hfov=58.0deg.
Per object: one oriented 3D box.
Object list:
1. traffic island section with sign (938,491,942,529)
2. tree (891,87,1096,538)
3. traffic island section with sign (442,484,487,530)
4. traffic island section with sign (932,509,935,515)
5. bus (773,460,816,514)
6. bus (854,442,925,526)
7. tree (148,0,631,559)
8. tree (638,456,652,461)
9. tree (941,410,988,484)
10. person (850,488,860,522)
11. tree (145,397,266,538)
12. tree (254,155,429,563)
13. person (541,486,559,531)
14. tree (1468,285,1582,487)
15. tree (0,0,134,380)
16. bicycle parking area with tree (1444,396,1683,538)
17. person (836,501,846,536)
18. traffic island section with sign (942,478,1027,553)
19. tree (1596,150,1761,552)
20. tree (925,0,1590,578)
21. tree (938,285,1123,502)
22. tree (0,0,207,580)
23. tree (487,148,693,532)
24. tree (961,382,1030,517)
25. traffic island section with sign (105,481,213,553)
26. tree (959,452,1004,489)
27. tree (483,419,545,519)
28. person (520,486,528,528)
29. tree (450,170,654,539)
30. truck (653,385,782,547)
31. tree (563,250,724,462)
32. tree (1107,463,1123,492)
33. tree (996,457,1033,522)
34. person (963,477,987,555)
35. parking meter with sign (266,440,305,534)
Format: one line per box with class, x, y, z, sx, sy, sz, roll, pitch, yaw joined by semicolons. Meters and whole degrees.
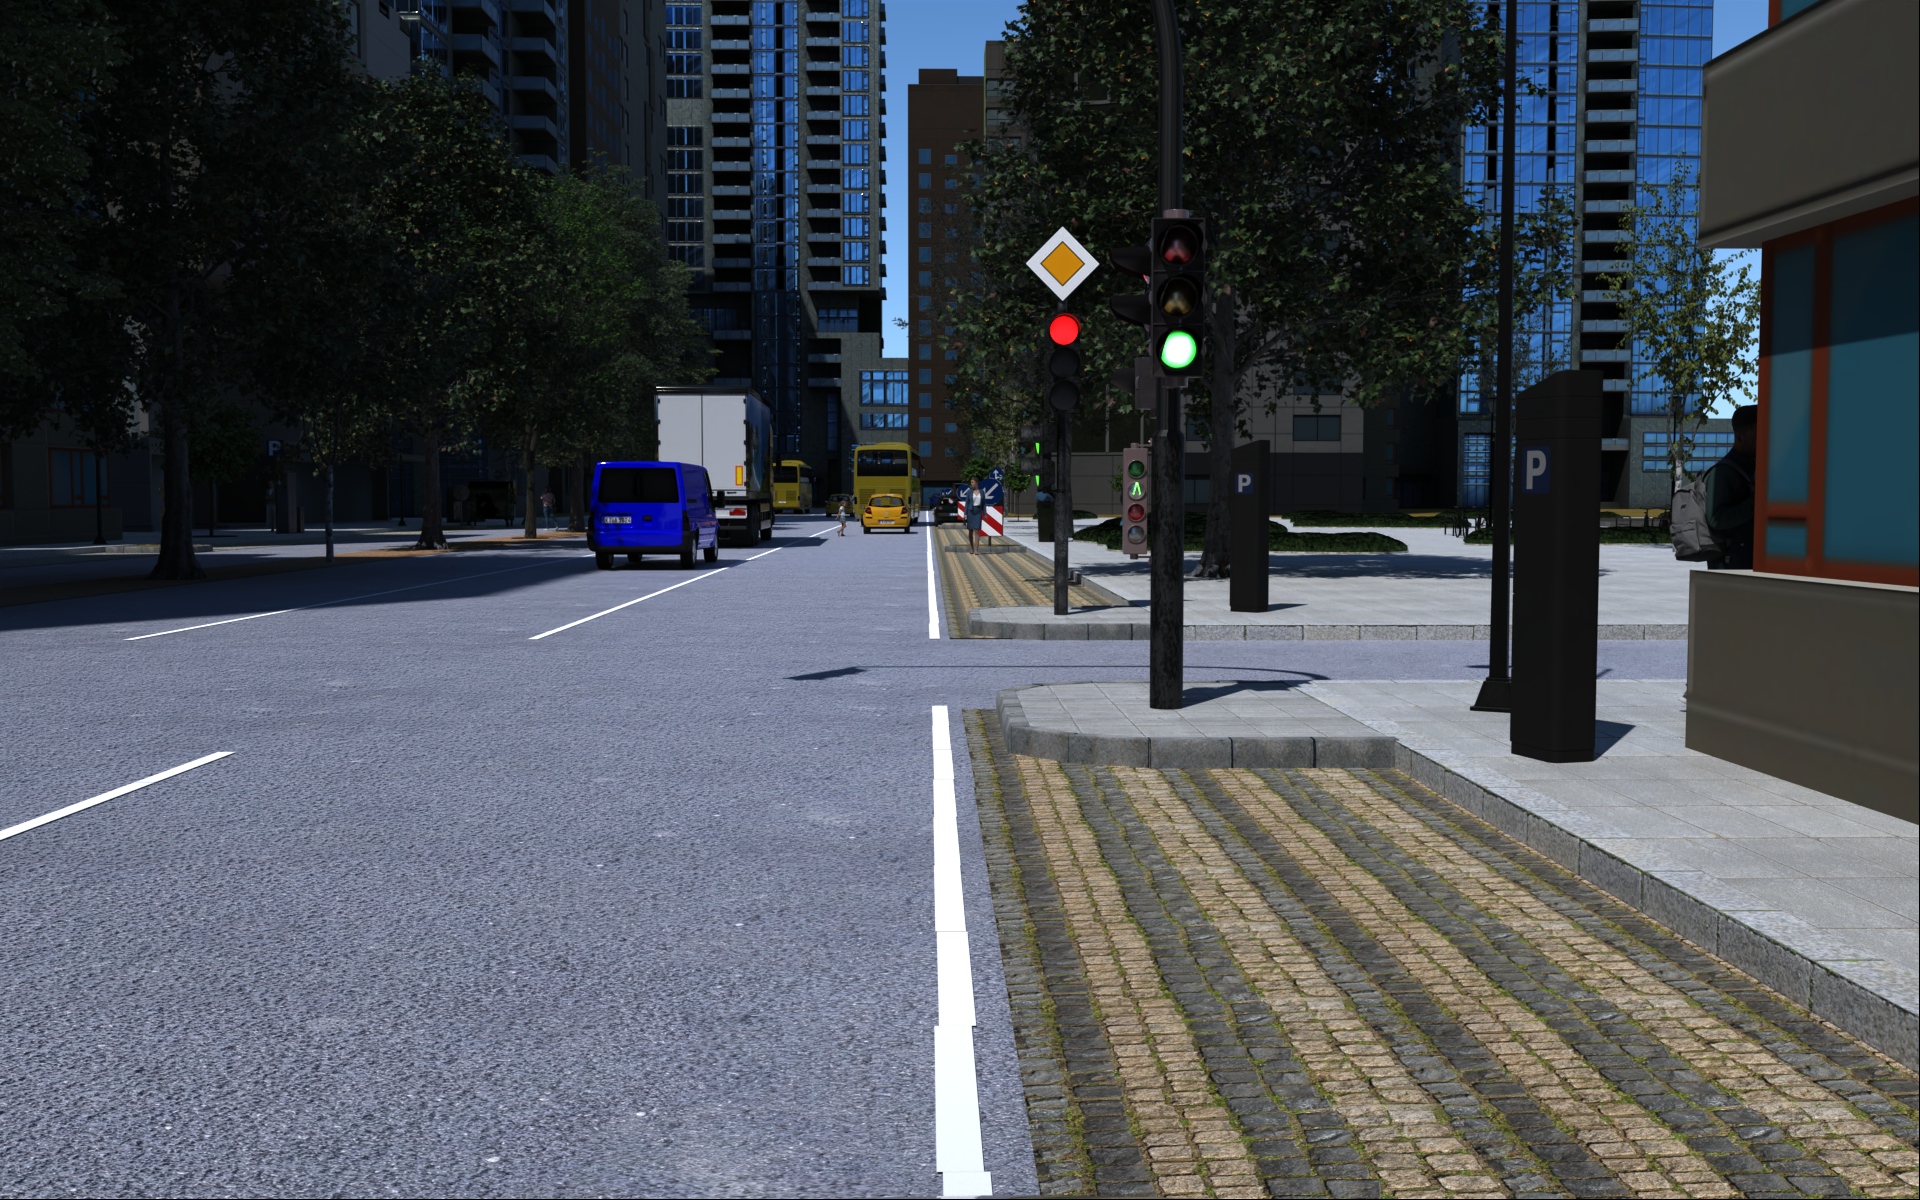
traffic island section with sign;0.079;-3.793;70.641;1.989;1.847;2.006;0;4;-1
tree;3.091;-8.592;50.855;12.009;13.543;11.850;0;3;0
traffic island section with sign;-20.122;-3.727;69.567;1.989;1.847;2.006;0;4;-1
traffic island section with sign;-0.893;-6.832;120.330;1.989;1.847;2.006;0;4;-1
bus;-12.350;-8.199;125.594;2.896;3.916;12.252;0;4;0
bus;-3.287;-5.502;81.512;2.896;3.916;12.252;0;4;1
tree;-13.665;-7.655;44.622;9.611;12.733;9.660;0;3;0
tree;-24.373;-9.185;133.888;4.285;4.588;4.351;0;3;0
tree;0.569;-11.831;143.805;4.360;8.622;3.978;0;3;0
person;-5.462;-4.974;90.008;0.466;1.800;0.511;1;4;11
tree;-22.463;-4.155;51.644;4.285;4.588;4.351;0;3;0
tree;-13.132;-5.089;36.020;4.360;8.622;3.978;0;3;0
person;-16.047;-3.595;67.869;0.643;1.750;0.593;3;5;44
tree;19.149;-6.685;59.667;4.360;8.622;3.978;0;3;0
tree;-13.542;-6.092;20.184;7.486;12.596;7.792;0;3;0
bicycle parking area with tree;18.446;-3.936;51.352;8.231;4.147;9.016;1;4;21
person;-4.026;-2.762;58.680;0.382;1.210;0.505;0;4;0
traffic island section with sign;0.613;-2.102;43.002;1.989;1.847;2.006;0;4;-1
tree;16.099;-5.365;38.078;4.737;8.622;4.395;0;3;0
tree;4.154;-6.706;26.644;9.611;12.733;9.660;0;3;0
tree;2.672;-7.895;63.497;7.601;10.594;8.767;0;4;2
tree;-13.128;-6.689;28.822;9.611;12.733;9.660;0;3;0
tree;-14.420;-9.517;64.719;9.857;13.997;8.962;0;3;0
tree;2.358;-8.937;96.476;4.737;8.622;4.395;0;3;0
traffic island section with sign;-19.598;-2.079;42.617;1.989;1.847;2.006;0;4;-1
tree;1.590;-8.974;130.446;4.285;4.588;4.351;0;3;0
tree;-23.426;-8.599;90.960;4.360;8.622;3.978;0;3;0
person;-18.399;-3.981;73.601;0.620;1.820;0.660;-1;4;-12
tree;-13.599;-7.744;54.831;9.928;11.665;9.643;0;3;0
truck;-6.882;-3.754;50.294;2.839;4.237;11.283;0;4;-2
tree;-14.128;-9.424;74.669;7.486;12.596;7.792;0;3;0
tree;8.987;-6.004;92.767;1.663;3.219;1.824;0;3;0
tree;2.780;-5.223;79.995;1.663;3.219;1.824;0;3;0
person;0.363;-1.971;40.756;0.581;1.822;0.654;0;4;8
parking meter with sign;-21.886;-3.673;56.314;0.543;3.016;1.738;0;4;2
